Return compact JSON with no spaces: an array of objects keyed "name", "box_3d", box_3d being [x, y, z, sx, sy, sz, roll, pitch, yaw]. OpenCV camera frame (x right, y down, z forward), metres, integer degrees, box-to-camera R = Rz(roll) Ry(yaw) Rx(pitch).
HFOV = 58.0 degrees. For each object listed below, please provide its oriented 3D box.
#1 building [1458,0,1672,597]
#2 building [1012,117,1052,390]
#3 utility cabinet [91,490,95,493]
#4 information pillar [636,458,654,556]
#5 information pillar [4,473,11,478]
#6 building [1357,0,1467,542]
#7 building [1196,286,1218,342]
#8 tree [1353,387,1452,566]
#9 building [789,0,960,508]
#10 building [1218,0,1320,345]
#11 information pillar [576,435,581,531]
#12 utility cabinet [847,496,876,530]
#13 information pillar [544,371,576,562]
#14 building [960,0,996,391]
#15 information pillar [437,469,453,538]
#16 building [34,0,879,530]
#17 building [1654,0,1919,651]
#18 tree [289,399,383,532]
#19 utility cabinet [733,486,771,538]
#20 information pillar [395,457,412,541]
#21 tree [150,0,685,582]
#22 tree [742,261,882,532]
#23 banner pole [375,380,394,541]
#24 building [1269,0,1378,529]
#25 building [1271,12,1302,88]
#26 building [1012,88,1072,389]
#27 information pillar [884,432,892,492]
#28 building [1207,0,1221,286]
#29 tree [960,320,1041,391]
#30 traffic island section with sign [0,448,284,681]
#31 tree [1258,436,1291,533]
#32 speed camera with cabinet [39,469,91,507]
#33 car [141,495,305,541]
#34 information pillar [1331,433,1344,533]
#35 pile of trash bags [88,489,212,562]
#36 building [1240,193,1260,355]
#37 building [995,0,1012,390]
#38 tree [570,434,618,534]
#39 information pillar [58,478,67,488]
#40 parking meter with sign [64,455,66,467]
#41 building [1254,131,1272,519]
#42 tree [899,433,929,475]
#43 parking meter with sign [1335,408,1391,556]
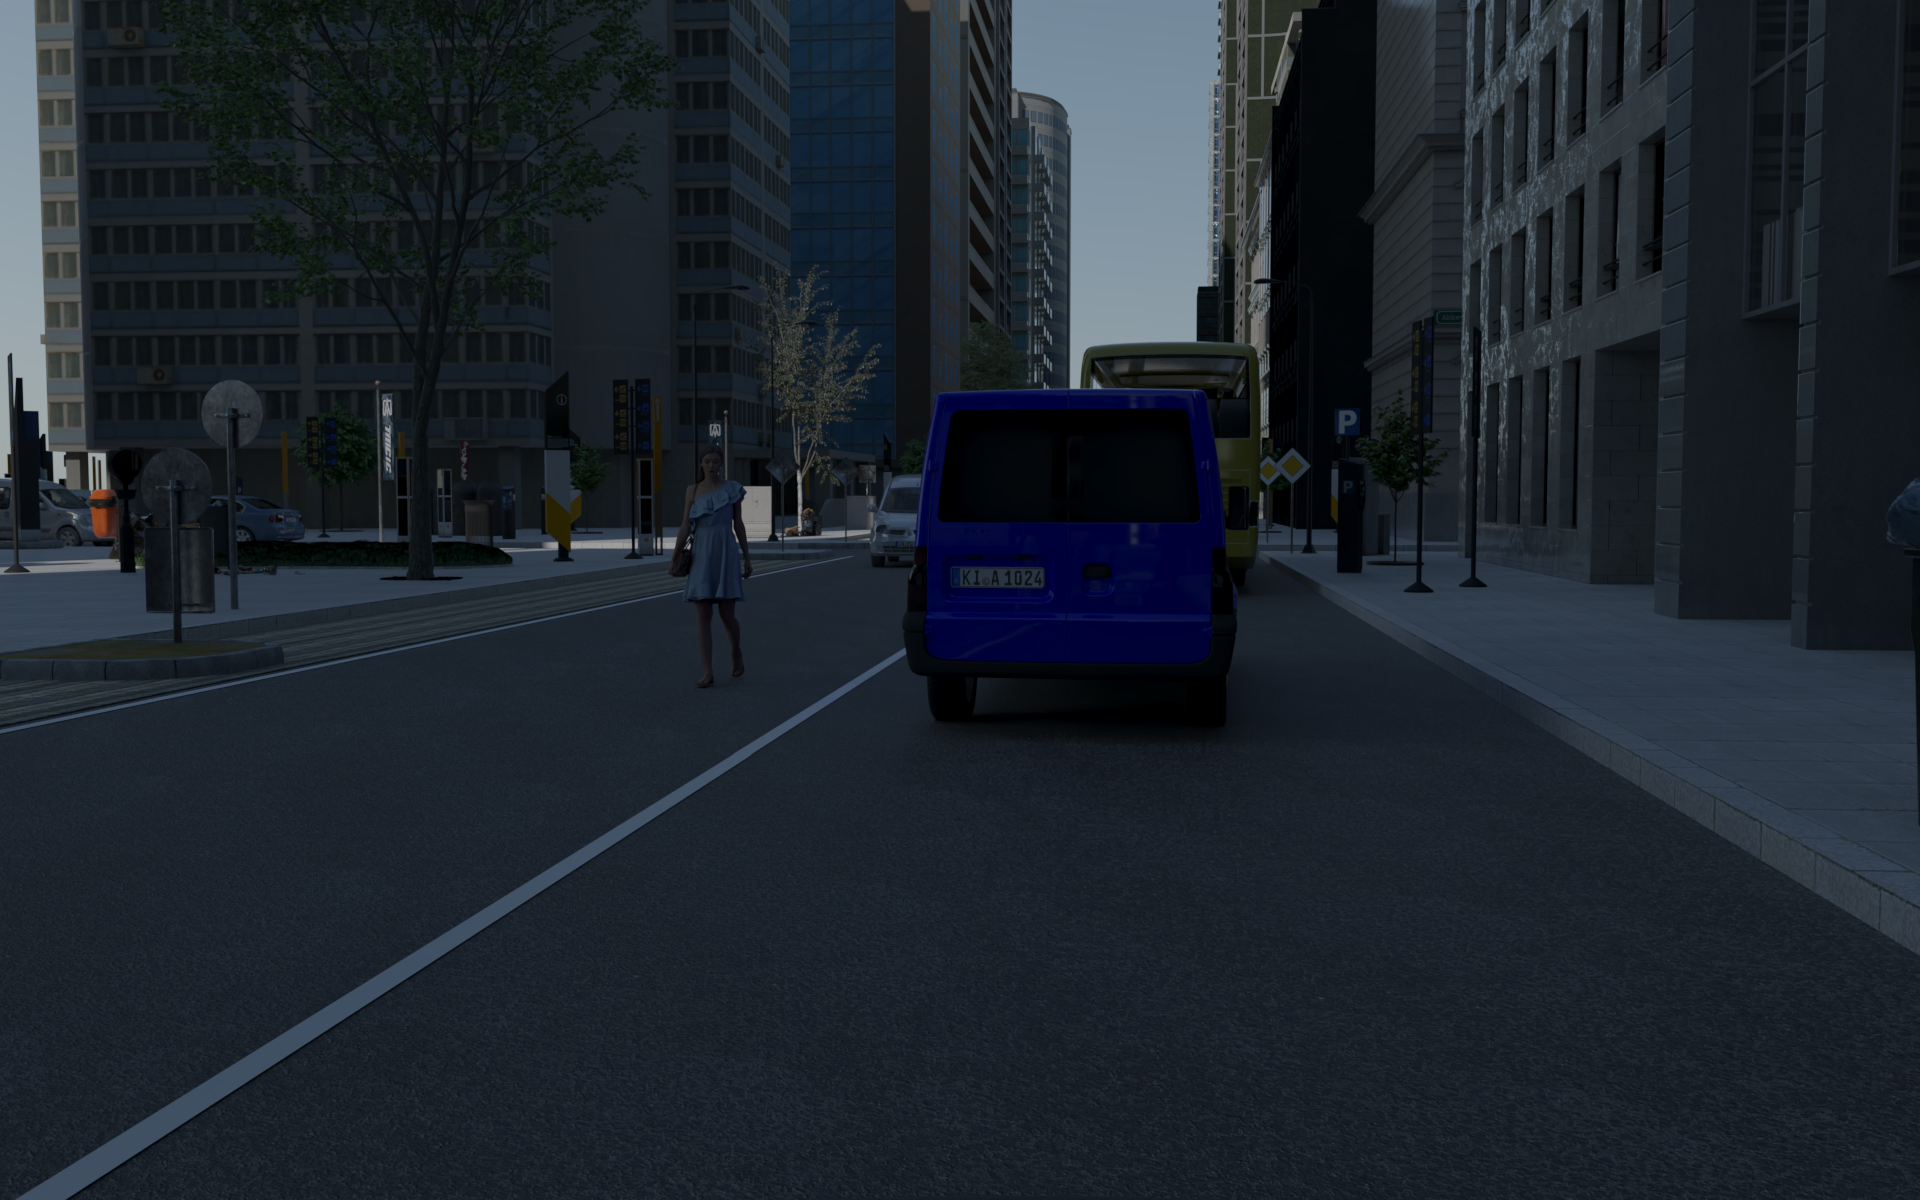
[{"name":"building","box_3d":[14.400,-10.466,25.865,10.420,20.320,16.860,0,4,6]},{"name":"building","box_3d":[0.248,-36.902,222.950,23.786,49.044,30.456,0,4,6]},{"name":"utility cabinet","box_3d":[-42.915,-4.788,86.957,1.173,1.500,0.318,-3,5,-42]},{"name":"information pillar","box_3d":[-6.525,-1.921,35.907,0.304,2.012,0.304,-1,4,-17]},{"name":"information pillar","box_3d":[-33.624,-3.481,61.414,0.304,2.012,0.304,1,4,10]},{"name":"building","box_3d":[24.251,-16.108,50.755,23.554,28.519,14.401,0,4,6]},{"name":"building","box_3d":[39.673,-28.625,239.716,14.160,30.474,14.107,0,4,6]},{"name":"tree","box_3d":[8.043,-2.249,31.373,1.663,3.219,1.824,0,3,0]},{"name":"building","box_3d":[-7.639,-27.459,99.073,14.600,45.320,14.200,0,4,6]},{"name":"building","box_3d":[41.370,-47.828,220.245,20.563,71.187,20.611,0,4,6]},{"name":"information pillar","box_3d":[-13.361,-4.191,59.872,0.504,3.616,0.183,-2,4,-27]},{"name":"utility cabinet","box_3d":[-3.556,-3.135,62.414,1.020,1.237,0.306,1,4,17]},{"name":"information pillar","box_3d":[-7.618,-2.536,32.825,0.504,3.616,0.183,-2,4,-35]},{"name":"building","box_3d":[-8.843,-31.149,132.980,21.300,48.544,21.600,0,4,6]},{"name":"information pillar","box_3d":[-15.127,-2.835,50.851,0.304,2.012,0.304,3,5,40]},{"name":"building","box_3d":[-20.406,-23.286,72.611,32.217,40.220,23.993,0,4,6]},{"name":"building","box_3d":[11.165,-13.760,2.477,11.434,29.767,29.804,0,4,6]},{"name":"tree","box_3d":[-21.282,-4.618,59.210,4.285,4.588,4.351,0,3,0]},{"name":"utility cabinet","box_3d":[-6.024,-2.551,50.382,1.173,1.500,0.318,0,4,-8]},{"name":"information pillar","box_3d":[-10.919,-1.819,34.230,0.304,2.012,0.304,1,4,20]},{"name":"tree","box_3d":[-7.887,-6.105,25.566,9.928,11.665,9.643,0,3,0]},{"name":"tree","box_3d":[-4.927,-6.418,55.301,4.360,8.622,3.978,0,3,0]},{"name":"banner pole","box_3d":[-12.645,-2.940,38.087,0.863,3.779,0.401,3,5,44]},{"name":"building","box_3d":[19.184,-14.656,69.301,12.332,23.373,15.834,0,4,6]},{"name":"building","box_3d":[37.331,-27.082,134.674,32.217,40.220,23.993,0,4,6]},{"name":"building","box_3d":[4.969,-43.468,252.697,21.231,58.520,28.212,0,4,6]},{"name":"information pillar","box_3d":[-2.740,-4.527,65.367,0.183,3.616,0.504,-2,4,-31]},{"name":"building","box_3d":[46.276,-57.936,259.921,22.319,86.520,31.000,0,4,6]},{"name":"tree","box_3d":[1.836,-11.945,113.425,7.486,12.596,7.792,0,3,0]},{"name":"traffic island section with sign","box_3d":[-6.721,-0.339,14.168,1.989,1.847,2.006,0,4,6]},{"name":"tree","box_3d":[10.094,-3.842,57.425,1.663,3.219,1.824,0,3,0]},{"name":"speed camera with cabinet","box_3d":[-31.674,-4.067,60.839,2.038,3.252,0.660,-2,4,-27]},{"name":"car","box_3d":[-18.968,-1.950,43.892,4.499,1.417,2.014,0,4,7]},{"name":"information pillar","box_3d":[12.493,-4.031,57.268,0.183,3.616,0.504,-2,4,-31]},{"name":"pile of trash bags","box_3d":[-15.947,-1.497,34.223,1.912,1.369,3.447,1,4,9]},{"name":"building","box_3d":[23.656,-16.576,107.173,11.583,22.565,21.152,0,4,6]},{"name":"building","box_3d":[-3.129,-44.984,173.732,20.563,71.187,20.611,0,4,6]},{"name":"tree","box_3d":[-12.225,-3.775,56.323,1.663,3.219,1.824,0,3,0]},{"name":"information pillar","box_3d":[-42.202,-4.713,81.542,0.304,2.012,0.304,0,4,-8]},{"name":"parking meter with sign","box_3d":[-38.696,-4.884,76.116,1.738,3.016,0.543,3,5,40]},{"name":"building","box_3d":[20.274,-14.586,87.636,9.793,20.994,18.267,0,4,6]},{"name":"tree","box_3d":[-1.515,-6.422,88.705,4.285,4.588,4.351,0,3,0]},{"name":"parking meter with sign","box_3d":[8.429,-2.435,36.067,0.543,3.016,1.738,3,4,38]}]
